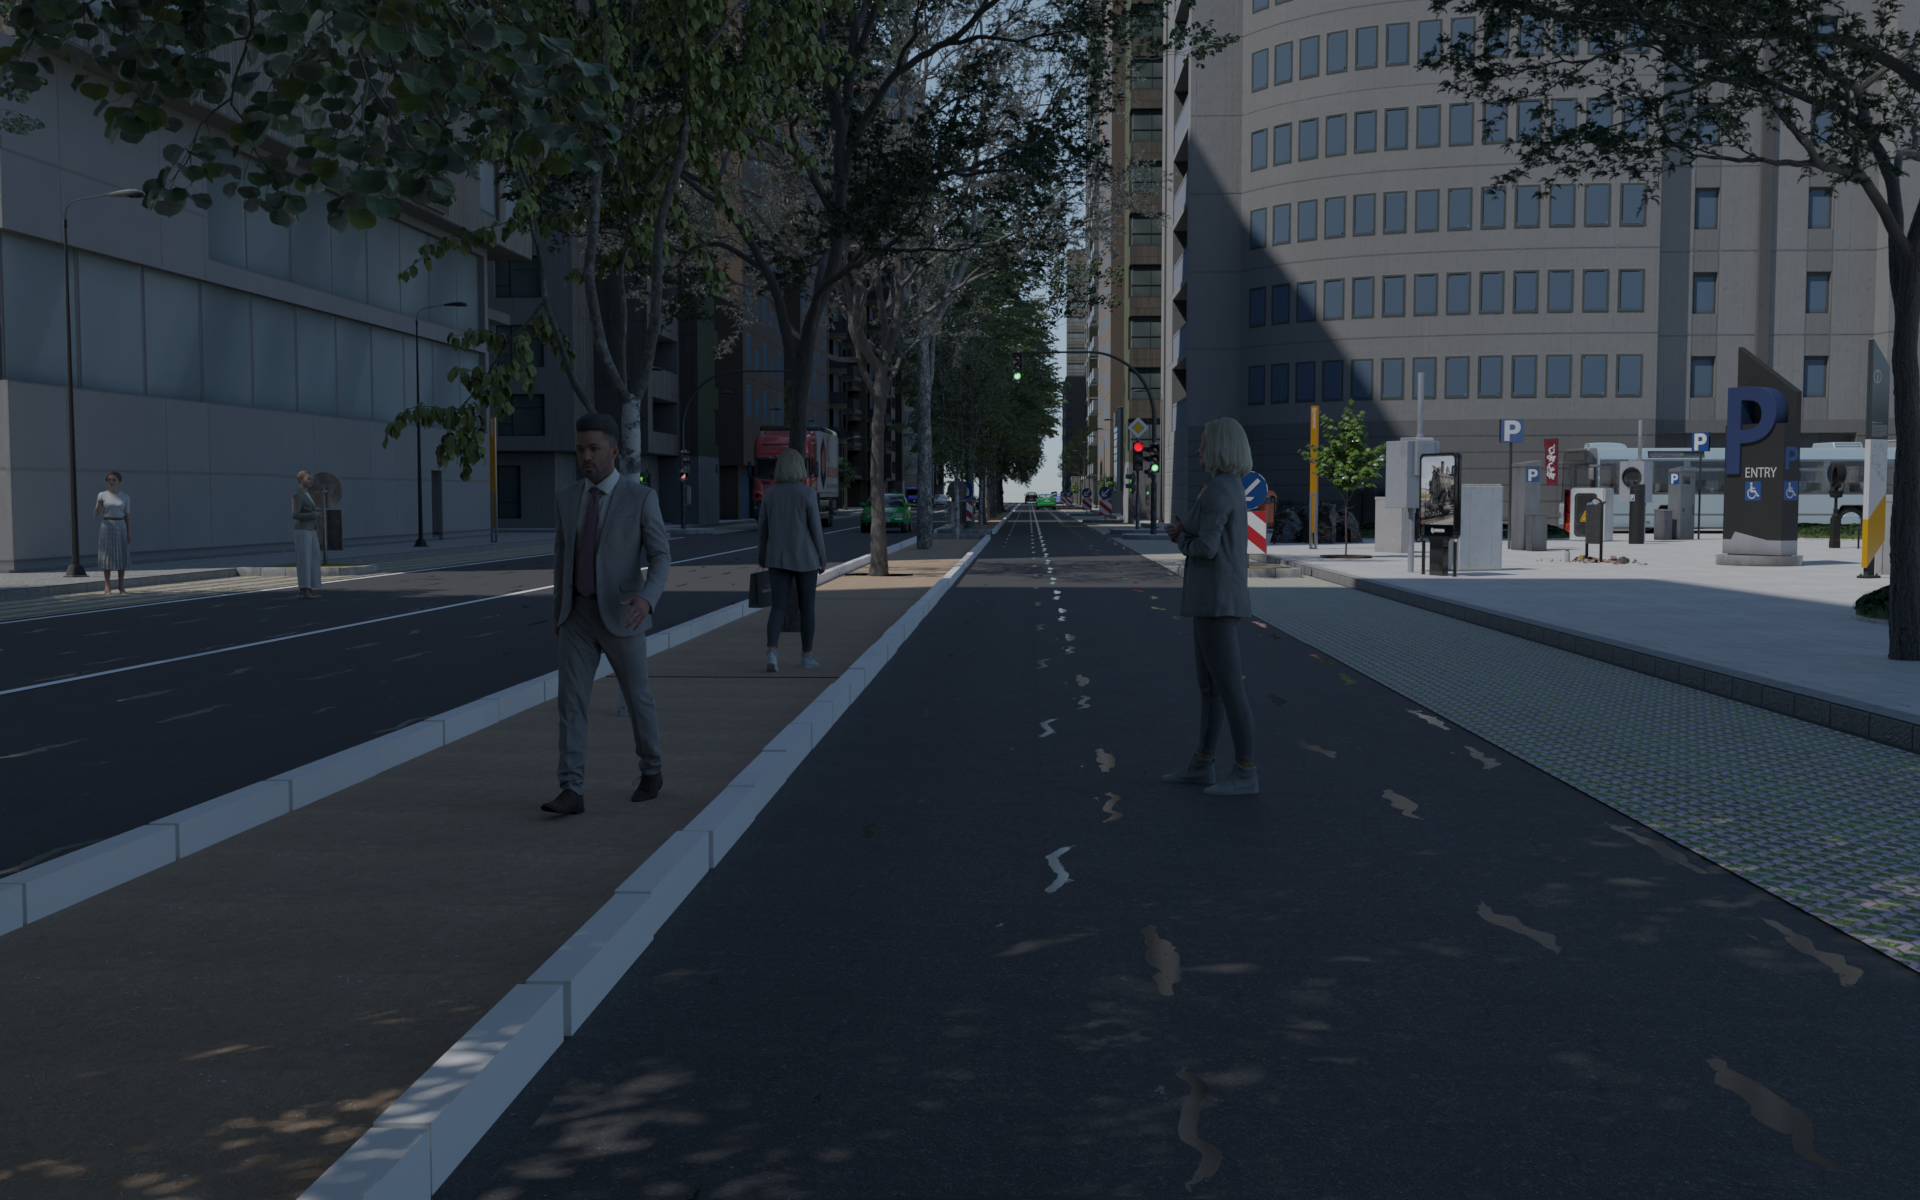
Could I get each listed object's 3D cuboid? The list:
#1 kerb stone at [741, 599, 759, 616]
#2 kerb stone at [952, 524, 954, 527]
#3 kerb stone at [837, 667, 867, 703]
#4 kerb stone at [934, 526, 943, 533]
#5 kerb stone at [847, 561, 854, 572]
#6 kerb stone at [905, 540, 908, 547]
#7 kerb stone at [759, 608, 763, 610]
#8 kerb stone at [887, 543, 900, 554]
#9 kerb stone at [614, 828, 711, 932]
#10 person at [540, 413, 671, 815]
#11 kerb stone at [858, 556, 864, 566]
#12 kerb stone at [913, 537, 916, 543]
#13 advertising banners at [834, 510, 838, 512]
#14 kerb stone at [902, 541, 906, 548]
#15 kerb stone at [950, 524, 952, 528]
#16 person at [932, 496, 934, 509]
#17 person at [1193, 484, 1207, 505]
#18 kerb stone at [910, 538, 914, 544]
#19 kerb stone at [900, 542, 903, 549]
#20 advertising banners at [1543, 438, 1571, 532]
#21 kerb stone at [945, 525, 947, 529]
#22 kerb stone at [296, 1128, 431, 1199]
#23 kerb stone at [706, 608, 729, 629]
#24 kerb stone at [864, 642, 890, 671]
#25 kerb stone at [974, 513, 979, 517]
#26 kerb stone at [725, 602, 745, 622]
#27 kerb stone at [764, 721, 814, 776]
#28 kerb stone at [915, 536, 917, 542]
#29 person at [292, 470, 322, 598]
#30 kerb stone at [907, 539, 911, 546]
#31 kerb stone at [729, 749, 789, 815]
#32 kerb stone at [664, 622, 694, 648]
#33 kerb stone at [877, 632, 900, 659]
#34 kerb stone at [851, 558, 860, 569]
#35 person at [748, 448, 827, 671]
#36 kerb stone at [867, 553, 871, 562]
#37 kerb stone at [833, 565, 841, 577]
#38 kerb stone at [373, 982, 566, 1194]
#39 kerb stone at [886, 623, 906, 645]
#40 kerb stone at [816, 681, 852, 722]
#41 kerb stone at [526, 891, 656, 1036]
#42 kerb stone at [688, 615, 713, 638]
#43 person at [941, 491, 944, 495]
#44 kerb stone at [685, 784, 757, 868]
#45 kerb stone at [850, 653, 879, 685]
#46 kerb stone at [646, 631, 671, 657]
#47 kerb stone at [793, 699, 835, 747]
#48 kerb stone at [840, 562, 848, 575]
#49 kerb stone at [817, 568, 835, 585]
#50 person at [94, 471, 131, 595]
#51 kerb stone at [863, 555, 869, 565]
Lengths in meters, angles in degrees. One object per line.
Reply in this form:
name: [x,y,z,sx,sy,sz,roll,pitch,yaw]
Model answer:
kerb stone: [-2.552,0.099,20.584,0.120,0.150,1.000,0,4,2]
kerb stone: [-0.457,-3.128,73.343,0.120,0.150,1.000,0,4,2]
kerb stone: [-0.784,0.616,12.258,0.120,0.150,1.000,0,4,2]
kerb stone: [-0.817,-2.565,64.141,0.120,0.150,1.000,0,4,2]
kerb stone: [-2.104,-0.585,31.845,0.120,0.150,1.000,0,4,2]
kerb stone: [-1.538,-1.462,46.175,0.120,0.150,1.000,0,4,2]
kerb stone: [-2.512,0.040,21.606,0.120,0.150,1.000,0,4,2]
kerb stone: [-1.658,-1.278,43.096,0.120,0.150,1.000,0,4,2]
kerb stone: [-1.037,0.985,6.096,0.120,0.150,1.000,0,4,2]
person: [-1.592,0.058,7.829,0.678,1.792,0.850,1,4,15]
kerb stone: [-2.027,-0.715,33.888,0.120,0.150,1.000,0,4,2]
kerb stone: [-1.413,-1.655,49.255,0.120,0.150,1.000,0,4,2]
advertising banners: [-9.173,-8.033,127.523,0.090,3.025,2.074,0,4,5]
kerb stone: [-1.566,-1.404,45.146,0.120,0.150,1.000,0,4,2]
kerb stone: [-0.534,-3.003,71.300,0.120,0.150,1.000,0,4,2]
person: [-2.655,-9.166,161.547,0.628,1.438,0.799,-3,5,-43]
person: [6.351,-2.190,45.307,0.522,1.701,0.512,2,4,24]
kerb stone: [-1.452,-1.592,48.232,0.120,0.150,1.000,0,4,2]
kerb stone: [-1.612,-1.341,44.125,0.120,0.150,1.000,0,4,2]
advertising banners: [19.141,-3.545,54.142,0.090,3.025,2.074,-3,5,-40]
kerb stone: [-0.701,-2.753,67.213,0.120,0.150,1.000,0,4,2]
kerb stone: [-1.154,1.175,3.014,0.120,0.150,1.000,0,4,2]
kerb stone: [-2.640,0.224,18.530,0.120,0.150,1.000,0,4,2]
kerb stone: [-0.702,0.482,14.310,0.120,0.150,1.000,0,4,2]
kerb stone: [1.172,-5.631,114.328,0.120,0.150,1.000,0,4,2]
kerb stone: [-2.603,0.161,19.560,0.120,0.150,1.000,0,4,2]
kerb stone: [-0.912,0.795,9.190,0.120,0.150,1.000,0,4,2]
kerb stone: [-1.373,-1.717,50.277,0.120,0.150,1.000,0,4,2]
person: [-8.935,-0.899,23.755,0.362,1.759,0.519,0,4,-1]
kerb stone: [-1.494,-1.528,47.203,0.120,0.150,1.000,0,4,2]
kerb stone: [-0.949,0.864,8.159,0.120,0.150,1.000,0,4,2]
kerb stone: [-2.718,0.349,16.486,0.120,0.150,1.000,0,4,2]
kerb stone: [-0.654,0.422,15.332,0.120,0.150,1.000,0,4,2]
kerb stone: [-2.064,-0.653,32.866,0.120,0.150,1.000,0,4,2]
person: [-1.444,-0.328,14.047,0.709,1.800,0.728,1,4,18]
kerb stone: [-1.951,-0.835,35.932,0.120,0.150,1.000,0,4,2]
kerb stone: [-2.197,-0.461,29.800,0.120,0.150,1.000,0,4,2]
kerb stone: [-1.118,1.111,4.035,0.120,0.150,1.000,0,4,2]
kerb stone: [-0.626,0.357,16.361,0.120,0.150,1.000,0,4,2]
kerb stone: [-0.828,0.671,11.236,0.120,0.150,1.000,0,4,2]
kerb stone: [-1.067,1.050,5.075,0.120,0.150,1.000,0,4,2]
kerb stone: [-2.677,0.287,17.507,0.120,0.150,1.000,0,4,2]
person: [-2.531,-14.638,247.906,1.350,1.814,0.705,1,4,22]
kerb stone: [-0.983,0.926,7.126,0.120,0.150,1.000,0,4,2]
kerb stone: [-0.741,0.545,13.287,0.120,0.150,1.000,0,4,2]
kerb stone: [-2.768,0.415,15.459,0.120,0.150,1.000,0,4,2]
kerb stone: [-0.869,0.734,10.212,0.120,0.150,1.000,0,4,2]
kerb stone: [-2.147,-0.528,30.823,0.120,0.150,1.000,0,4,2]
kerb stone: [-2.231,-0.399,28.778,0.120,0.150,1.000,0,4,2]
person: [-11.958,-0.942,24.473,0.480,1.755,0.524,-3,4,-37]
kerb stone: [-1.984,-0.773,34.909,0.120,0.150,1.000,0,4,2]
